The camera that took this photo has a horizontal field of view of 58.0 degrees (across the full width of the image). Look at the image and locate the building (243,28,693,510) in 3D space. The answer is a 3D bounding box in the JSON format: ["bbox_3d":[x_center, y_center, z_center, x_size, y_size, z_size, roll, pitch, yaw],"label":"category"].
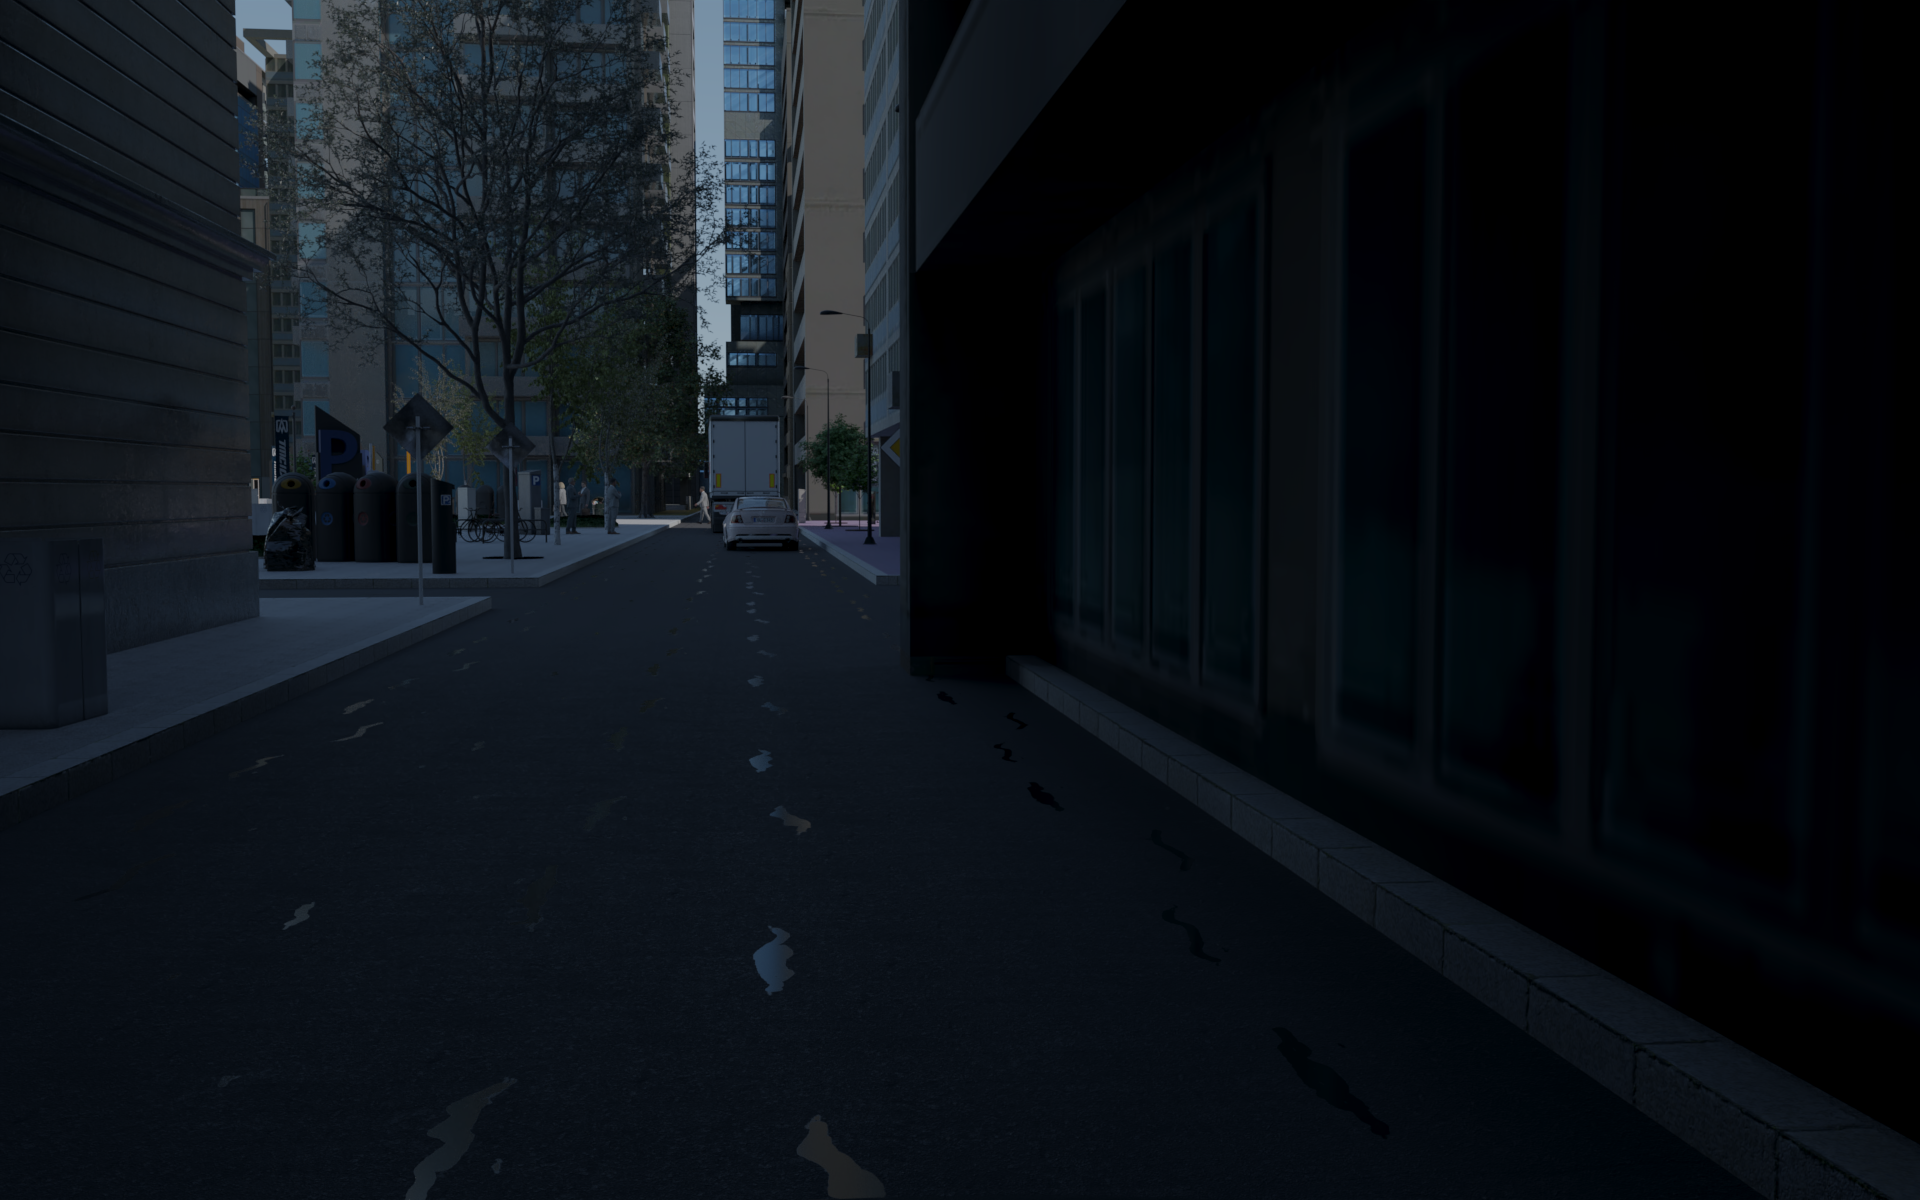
[{"bbox_3d":[-38.594,-27.543,142.211,32.217,40.220,23.993,0,4,-7],"label":"building"}]

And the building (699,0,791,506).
[{"bbox_3d":[-14.867,-54.006,195.662,31.000,86.520,22.319,0,4,-7],"label":"building"}]

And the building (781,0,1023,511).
[{"bbox_3d":[-6.360,-33.351,168.985,21.300,48.544,21.600,0,4,-7],"label":"building"}]

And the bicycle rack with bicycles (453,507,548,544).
[{"bbox_3d":[-12.396,-1.993,45.974,2.925,0.926,2.852,-3,4,-38],"label":"bicycle rack with bicycles"}]

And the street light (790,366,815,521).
[{"bbox_3d":[-5.339,-5.541,63.144,1.470,5.913,1.316,0,4,-7],"label":"street light"}]

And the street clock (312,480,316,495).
[{"bbox_3d":[-31.247,-4.847,83.817,0.358,2.002,0.471,2,4,24],"label":"street clock"}]

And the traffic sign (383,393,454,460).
[{"bbox_3d":[-6.270,-1.092,20.043,0.795,2.593,0.064,0,4,-7],"label":"traffic sign"}]

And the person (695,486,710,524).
[{"bbox_3d":[-12.205,-4.512,82.538,0.850,1.792,0.678,0,4,5],"label":"person"}]

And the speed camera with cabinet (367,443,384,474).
[{"bbox_3d":[-22.660,-4.451,67.109,0.660,3.252,2.038,-1,4,-14],"label":"speed camera with cabinet"}]

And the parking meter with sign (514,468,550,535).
[{"bbox_3d":[-13.576,-3.568,54.605,1.738,3.016,0.543,3,5,40],"label":"parking meter with sign"}]

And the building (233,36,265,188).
[{"bbox_3d":[-75.239,-31.479,164.791,14.200,45.320,14.600,0,4,-7],"label":"building"}]

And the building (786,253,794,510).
[{"bbox_3d":[2.143,-16.853,120.592,27.650,21.520,28.899,0,4,-7],"label":"building"}]

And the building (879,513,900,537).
[{"bbox_3d":[9.803,-21.504,43.471,23.993,40.220,32.217,0,4,-7],"label":"building"}]

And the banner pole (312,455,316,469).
[{"bbox_3d":[-36.173,-6.536,96.874,0.863,3.779,0.401,-2,4,-32],"label":"banner pole"}]

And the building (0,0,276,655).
[{"bbox_3d":[-23.516,-11.691,10.238,34.723,24.649,14.460,0,4,-7],"label":"building"}]

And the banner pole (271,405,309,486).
[{"bbox_3d":[-18.906,-3.591,48.726,0.401,3.779,0.863,2,4,33],"label":"banner pole"}]

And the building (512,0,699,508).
[{"bbox_3d":[-39.407,-38.111,165.121,28.212,58.520,21.231,0,4,-7],"label":"building"}]

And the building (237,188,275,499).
[{"bbox_3d":[-61.096,-24.129,166.206,14.107,30.474,14.160,0,4,-7],"label":"building"}]

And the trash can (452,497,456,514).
[{"bbox_3d":[-23.452,-4.134,79.237,0.748,1.137,0.748,0,3,0],"label":"trash can"}]

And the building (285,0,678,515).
[{"bbox_3d":[-30.863,-30.331,115.520,23.786,49.044,30.456,0,4,-7],"label":"building"}]

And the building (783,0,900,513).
[{"bbox_3d":[1.200,-27.806,146.505,32.217,40.220,23.993,0,4,-7],"label":"building"}]

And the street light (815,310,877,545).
[{"bbox_3d":[-2.842,-4.367,43.947,1.470,5.913,1.316,0,4,-7],"label":"street light"}]

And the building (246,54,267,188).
[{"bbox_3d":[-90.396,-36.817,191.195,27.495,52.752,28.713,0,4,-7],"label":"building"}]

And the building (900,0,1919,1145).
[{"bbox_3d":[11.365,-23.256,3.946,21.300,48.544,21.600,0,4,-7],"label":"building"}]

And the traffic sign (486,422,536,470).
[{"bbox_3d":[-7.258,-1.577,27.967,0.795,2.593,0.064,0,4,-7],"label":"traffic sign"}]

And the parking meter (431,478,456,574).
[{"bbox_3d":[-8.317,-1.192,27.895,0.372,1.533,0.369,0,3,0],"label":"parking meter"}]

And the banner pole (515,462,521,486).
[{"bbox_3d":[-17.642,-4.822,68.856,0.401,3.779,0.863,2,4,33],"label":"banner pole"}]

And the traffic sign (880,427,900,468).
[{"bbox_3d":[-0.911,-1.624,28.736,0.795,2.593,0.064,0,4,-7],"label":"traffic sign"}]

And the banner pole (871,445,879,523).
[{"bbox_3d":[-3.701,-5.355,77.575,0.863,3.779,0.401,2,4,33],"label":"banner pole"}]

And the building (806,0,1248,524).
[{"bbox_3d":[1.901,-28.720,93.266,21.300,48.544,21.600,0,4,-7],"label":"building"}]

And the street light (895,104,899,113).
[{"bbox_3d":[-0.078,-2.948,20.748,1.470,5.913,1.316,0,4,-7],"label":"street light"}]

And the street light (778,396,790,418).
[{"bbox_3d":[-7.772,-6.714,82.317,1.470,5.913,1.316,0,4,-7],"label":"street light"}]

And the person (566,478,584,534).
[{"bbox_3d":[-12.315,-3.004,55.335,0.590,1.801,0.661,-1,4,-18],"label":"person"}]
